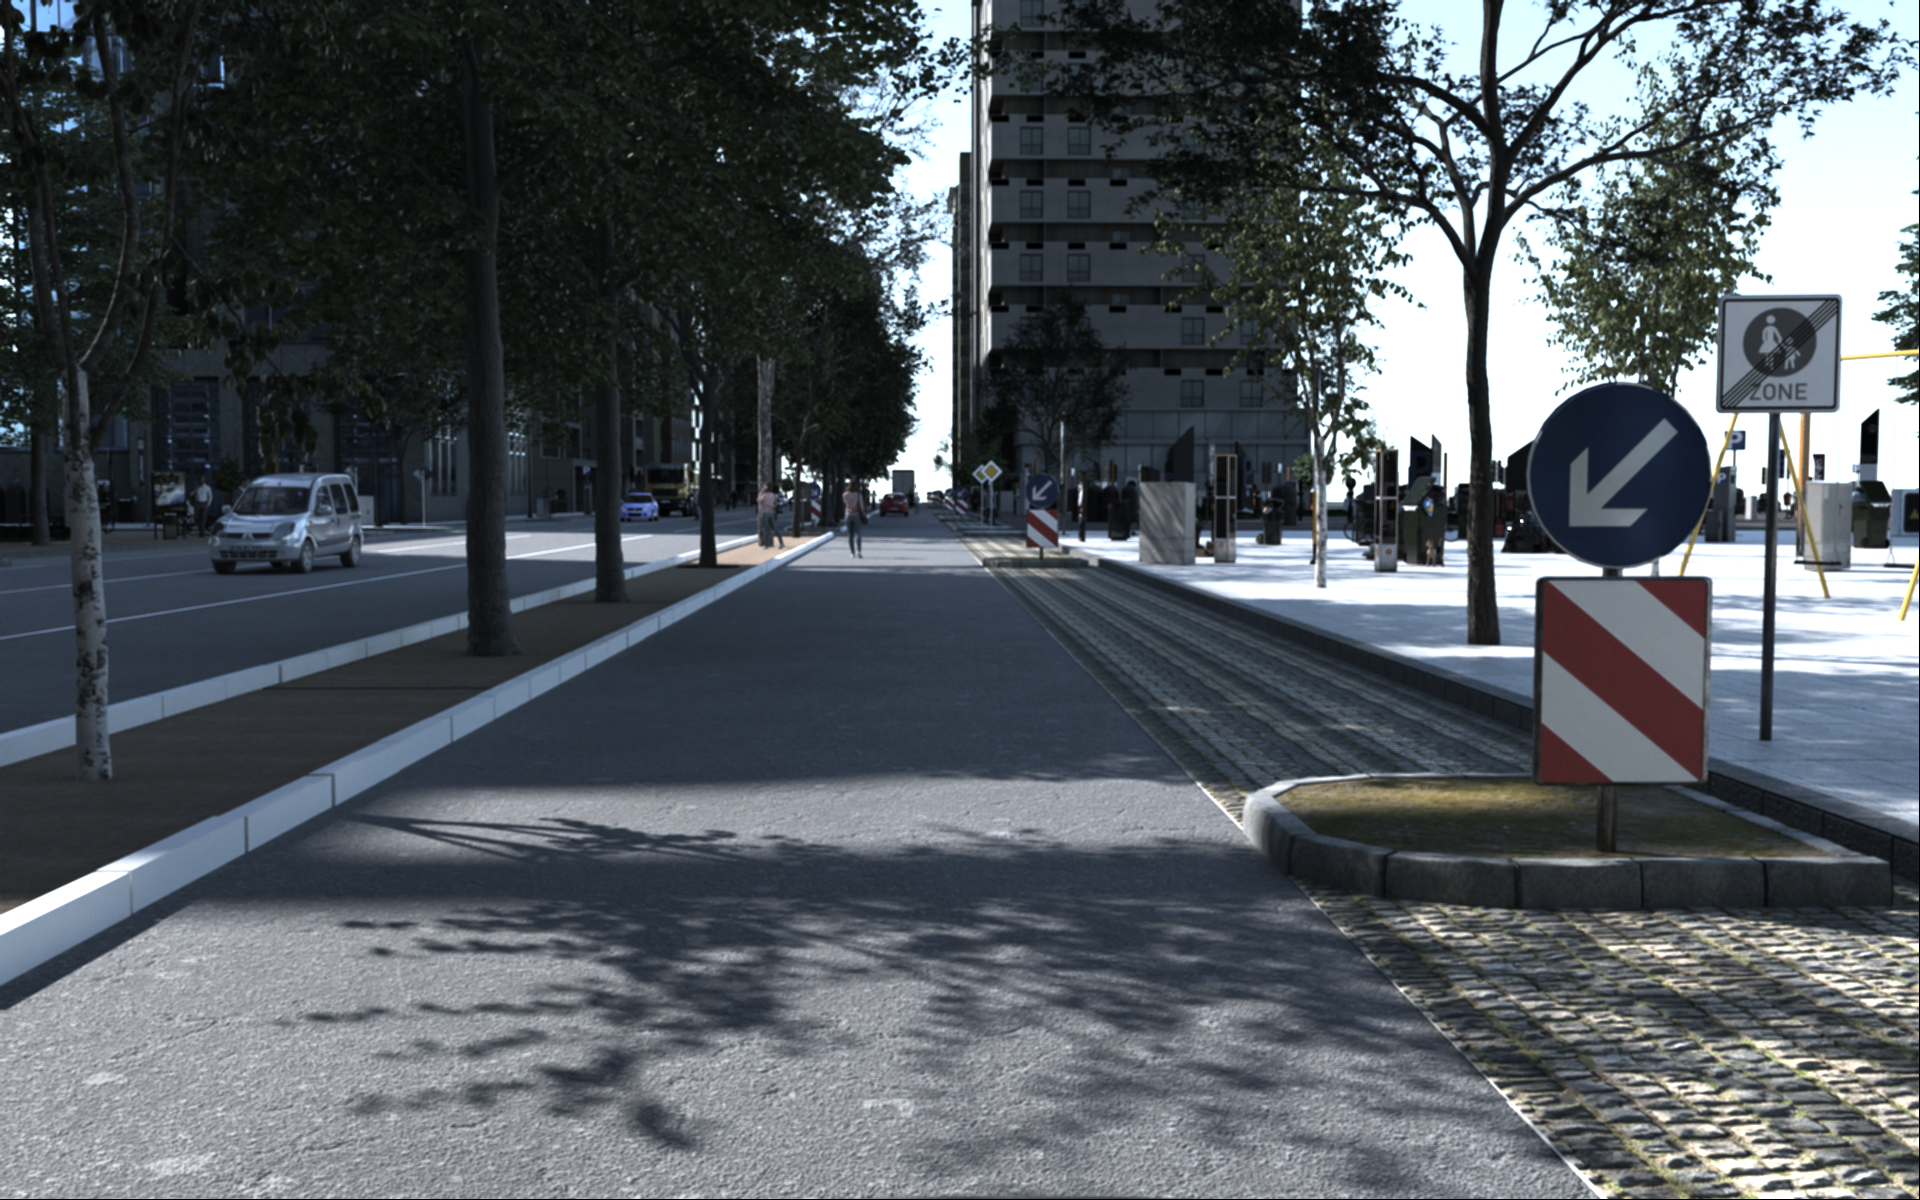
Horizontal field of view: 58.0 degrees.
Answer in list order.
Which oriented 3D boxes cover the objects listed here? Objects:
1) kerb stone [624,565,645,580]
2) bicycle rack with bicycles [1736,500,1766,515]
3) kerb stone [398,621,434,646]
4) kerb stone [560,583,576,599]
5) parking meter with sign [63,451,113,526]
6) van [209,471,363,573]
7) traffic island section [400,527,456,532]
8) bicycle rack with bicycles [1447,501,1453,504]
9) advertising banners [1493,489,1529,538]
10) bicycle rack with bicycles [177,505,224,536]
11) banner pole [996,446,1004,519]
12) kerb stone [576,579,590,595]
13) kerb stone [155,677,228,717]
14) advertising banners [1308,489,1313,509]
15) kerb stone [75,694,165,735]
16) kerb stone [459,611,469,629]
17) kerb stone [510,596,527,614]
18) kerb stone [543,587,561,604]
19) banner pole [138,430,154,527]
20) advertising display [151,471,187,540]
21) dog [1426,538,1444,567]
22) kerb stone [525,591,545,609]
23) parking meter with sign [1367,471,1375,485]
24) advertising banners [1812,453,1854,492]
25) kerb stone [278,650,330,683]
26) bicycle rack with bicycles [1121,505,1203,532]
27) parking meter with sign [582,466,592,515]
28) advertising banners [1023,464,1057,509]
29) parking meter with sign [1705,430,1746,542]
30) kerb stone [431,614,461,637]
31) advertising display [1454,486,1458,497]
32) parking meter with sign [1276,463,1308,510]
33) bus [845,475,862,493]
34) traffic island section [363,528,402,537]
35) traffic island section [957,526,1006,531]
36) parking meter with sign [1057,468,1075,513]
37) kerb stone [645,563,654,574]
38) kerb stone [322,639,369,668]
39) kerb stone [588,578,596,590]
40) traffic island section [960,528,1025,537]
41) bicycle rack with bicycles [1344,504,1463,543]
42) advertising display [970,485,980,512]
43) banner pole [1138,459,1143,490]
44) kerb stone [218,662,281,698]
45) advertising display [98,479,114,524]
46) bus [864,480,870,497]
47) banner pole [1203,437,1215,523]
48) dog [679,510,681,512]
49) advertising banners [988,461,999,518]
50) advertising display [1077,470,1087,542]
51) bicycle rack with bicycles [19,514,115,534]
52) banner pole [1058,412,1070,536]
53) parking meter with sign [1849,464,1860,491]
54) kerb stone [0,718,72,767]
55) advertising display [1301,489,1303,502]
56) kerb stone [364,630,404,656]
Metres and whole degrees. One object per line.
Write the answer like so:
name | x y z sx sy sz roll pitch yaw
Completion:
kerb stone | -5.635 -0.475 29.963 0.120 0.150 1.000 0 4 -2
bicycle rack with bicycles | 48.456 -5.773 107.770 2.925 0.926 2.852 3 5 39
kerb stone | -5.273 0.343 16.623 0.120 0.150 1.000 0 4 -2
kerb stone | -5.468 -0.099 23.811 0.120 0.150 1.000 0 4 -2
parking meter with sign | -34.984 -4.477 69.458 1.738 3.016 0.543 -2 4 -32
van | -12.640 -1.565 32.597 2.013 2.044 4.112 0 4 -1
traffic island section | -20.546 -2.691 66.280 2.009 0.180 2.903 0 4 -2
bicycle rack with bicycles | 24.054 -4.550 87.772 2.925 0.926 2.852 -2 4 -31
advertising banners | 15.860 -3.341 50.812 2.074 3.025 0.090 -2 4 -24
bicycle rack with bicycles | -23.594 -2.501 54.273 2.925 0.926 2.852 -3 4 -36
banner pole | 2.081 -6.123 90.121 0.401 3.779 0.863 0 4 1
kerb stone | -5.495 -0.161 24.833 0.120 0.150 1.000 0 4 -2
kerb stone | -5.137 0.656 11.507 0.120 0.150 1.000 0 4 -2
advertising banners | 27.051 -8.358 132.841 0.090 3.025 2.074 -2 4 -24
kerb stone | -5.100 0.717 10.473 0.120 0.150 1.000 0 4 -2
kerb stone | -5.329 0.217 18.671 0.120 0.150 1.000 0 4 -2
kerb stone | -5.388 0.090 20.724 0.120 0.150 1.000 0 4 -2
kerb stone | -5.444 -0.034 22.789 0.120 0.150 1.000 0 4 -2
banner pole | -31.584 -4.710 67.025 0.401 3.779 0.863 0 4 2
advertising display | -22.420 -2.685 49.115 0.123 1.923 0.974 2 4 35
dog | 8.378 -0.838 30.533 0.406 0.507 0.540 0 4 -3
kerb stone | -5.416 0.026 21.765 0.120 0.150 1.000 0 4 -2
parking meter with sign | 31.500 -8.193 130.215 1.738 3.016 0.543 2 4 32
advertising banners | 37.767 -4.793 74.553 2.074 3.025 0.090 1 4 14
kerb stone | -5.185 0.532 13.558 0.120 0.150 1.000 0 4 -2
bicycle rack with bicycles | 6.856 -2.706 57.622 2.925 0.926 2.852 3 5 40
parking meter with sign | -23.364 -6.879 108.739 0.543 3.016 1.738 0 4 -8
advertising banners | 4.574 -6.262 98.564 2.074 3.025 0.090 -1 4 -11
parking meter with sign | 20.637 -3.090 46.775 0.543 3.016 1.738 3 5 41
kerb stone | -5.305 0.278 17.649 0.120 0.150 1.000 0 4 -2
advertising display | 41.380 -8.452 143.406 0.974 1.923 0.123 -1 4 -18
parking meter with sign | 18.767 -6.208 97.757 1.738 3.016 0.543 2 4 35
bus | -12.136 -12.182 190.724 2.896 3.916 12.252 0 4 -1
traffic island section | -20.327 -2.203 58.298 2.009 0.180 2.903 0 4 -2
traffic island section | 0.888 -2.727 66.860 2.009 0.180 2.903 0 4 -2
parking meter with sign | 6.805 -7.321 115.953 1.738 3.016 0.543 2 4 34
kerb stone | -5.665 -0.534 30.991 0.120 0.150 1.000 0 4 -2
kerb stone | -5.219 0.468 14.579 0.120 0.150 1.000 0 4 -2
kerb stone | -5.530 -0.224 25.862 0.120 0.150 1.000 0 4 -2
traffic island section | 1.106 -2.238 58.878 2.009 0.180 2.903 0 4 -2
bicycle rack with bicycles | 11.572 -2.005 46.165 2.925 0.926 2.852 3 4 37
advertising display | 1.086 -7.201 122.944 0.123 1.923 0.974 -3 4 -37
banner pole | 12.889 -8.157 123.388 0.401 3.779 0.863 2 4 35
kerb stone | -5.172 0.594 12.530 0.120 0.150 1.000 0 4 -2
advertising display | -36.484 -4.190 73.721 0.974 1.923 0.123 1 4 12
bus | -12.325 -13.255 208.271 2.896 3.916 12.252 0 4 -1
banner pole | 11.023 -5.282 76.385 0.401 3.779 0.863 3 5 40
dog | -20.211 -6.499 125.544 0.406 0.507 0.540 0 4 -3
advertising banners | 1.783 -5.969 93.782 0.090 3.025 2.074 1 4 16
advertising display | 3.293 -2.540 46.736 0.123 1.923 0.974 0 4 -4
bicycle rack with bicycles | -28.491 -2.574 55.460 2.852 0.926 2.925 2 4 32
banner pole | 3.137 -3.841 52.825 0.401 3.779 0.863 1 4 13
parking meter with sign | 50.734 -6.252 98.483 0.543 3.016 1.738 3 5 44
kerb stone | -5.075 0.781 9.451 0.120 0.150 1.000 0 4 -2
advertising display | 28.067 -8.380 142.229 0.123 1.923 0.974 1 4 11
kerb stone | -5.244 0.405 15.601 0.120 0.150 1.000 0 4 -2
